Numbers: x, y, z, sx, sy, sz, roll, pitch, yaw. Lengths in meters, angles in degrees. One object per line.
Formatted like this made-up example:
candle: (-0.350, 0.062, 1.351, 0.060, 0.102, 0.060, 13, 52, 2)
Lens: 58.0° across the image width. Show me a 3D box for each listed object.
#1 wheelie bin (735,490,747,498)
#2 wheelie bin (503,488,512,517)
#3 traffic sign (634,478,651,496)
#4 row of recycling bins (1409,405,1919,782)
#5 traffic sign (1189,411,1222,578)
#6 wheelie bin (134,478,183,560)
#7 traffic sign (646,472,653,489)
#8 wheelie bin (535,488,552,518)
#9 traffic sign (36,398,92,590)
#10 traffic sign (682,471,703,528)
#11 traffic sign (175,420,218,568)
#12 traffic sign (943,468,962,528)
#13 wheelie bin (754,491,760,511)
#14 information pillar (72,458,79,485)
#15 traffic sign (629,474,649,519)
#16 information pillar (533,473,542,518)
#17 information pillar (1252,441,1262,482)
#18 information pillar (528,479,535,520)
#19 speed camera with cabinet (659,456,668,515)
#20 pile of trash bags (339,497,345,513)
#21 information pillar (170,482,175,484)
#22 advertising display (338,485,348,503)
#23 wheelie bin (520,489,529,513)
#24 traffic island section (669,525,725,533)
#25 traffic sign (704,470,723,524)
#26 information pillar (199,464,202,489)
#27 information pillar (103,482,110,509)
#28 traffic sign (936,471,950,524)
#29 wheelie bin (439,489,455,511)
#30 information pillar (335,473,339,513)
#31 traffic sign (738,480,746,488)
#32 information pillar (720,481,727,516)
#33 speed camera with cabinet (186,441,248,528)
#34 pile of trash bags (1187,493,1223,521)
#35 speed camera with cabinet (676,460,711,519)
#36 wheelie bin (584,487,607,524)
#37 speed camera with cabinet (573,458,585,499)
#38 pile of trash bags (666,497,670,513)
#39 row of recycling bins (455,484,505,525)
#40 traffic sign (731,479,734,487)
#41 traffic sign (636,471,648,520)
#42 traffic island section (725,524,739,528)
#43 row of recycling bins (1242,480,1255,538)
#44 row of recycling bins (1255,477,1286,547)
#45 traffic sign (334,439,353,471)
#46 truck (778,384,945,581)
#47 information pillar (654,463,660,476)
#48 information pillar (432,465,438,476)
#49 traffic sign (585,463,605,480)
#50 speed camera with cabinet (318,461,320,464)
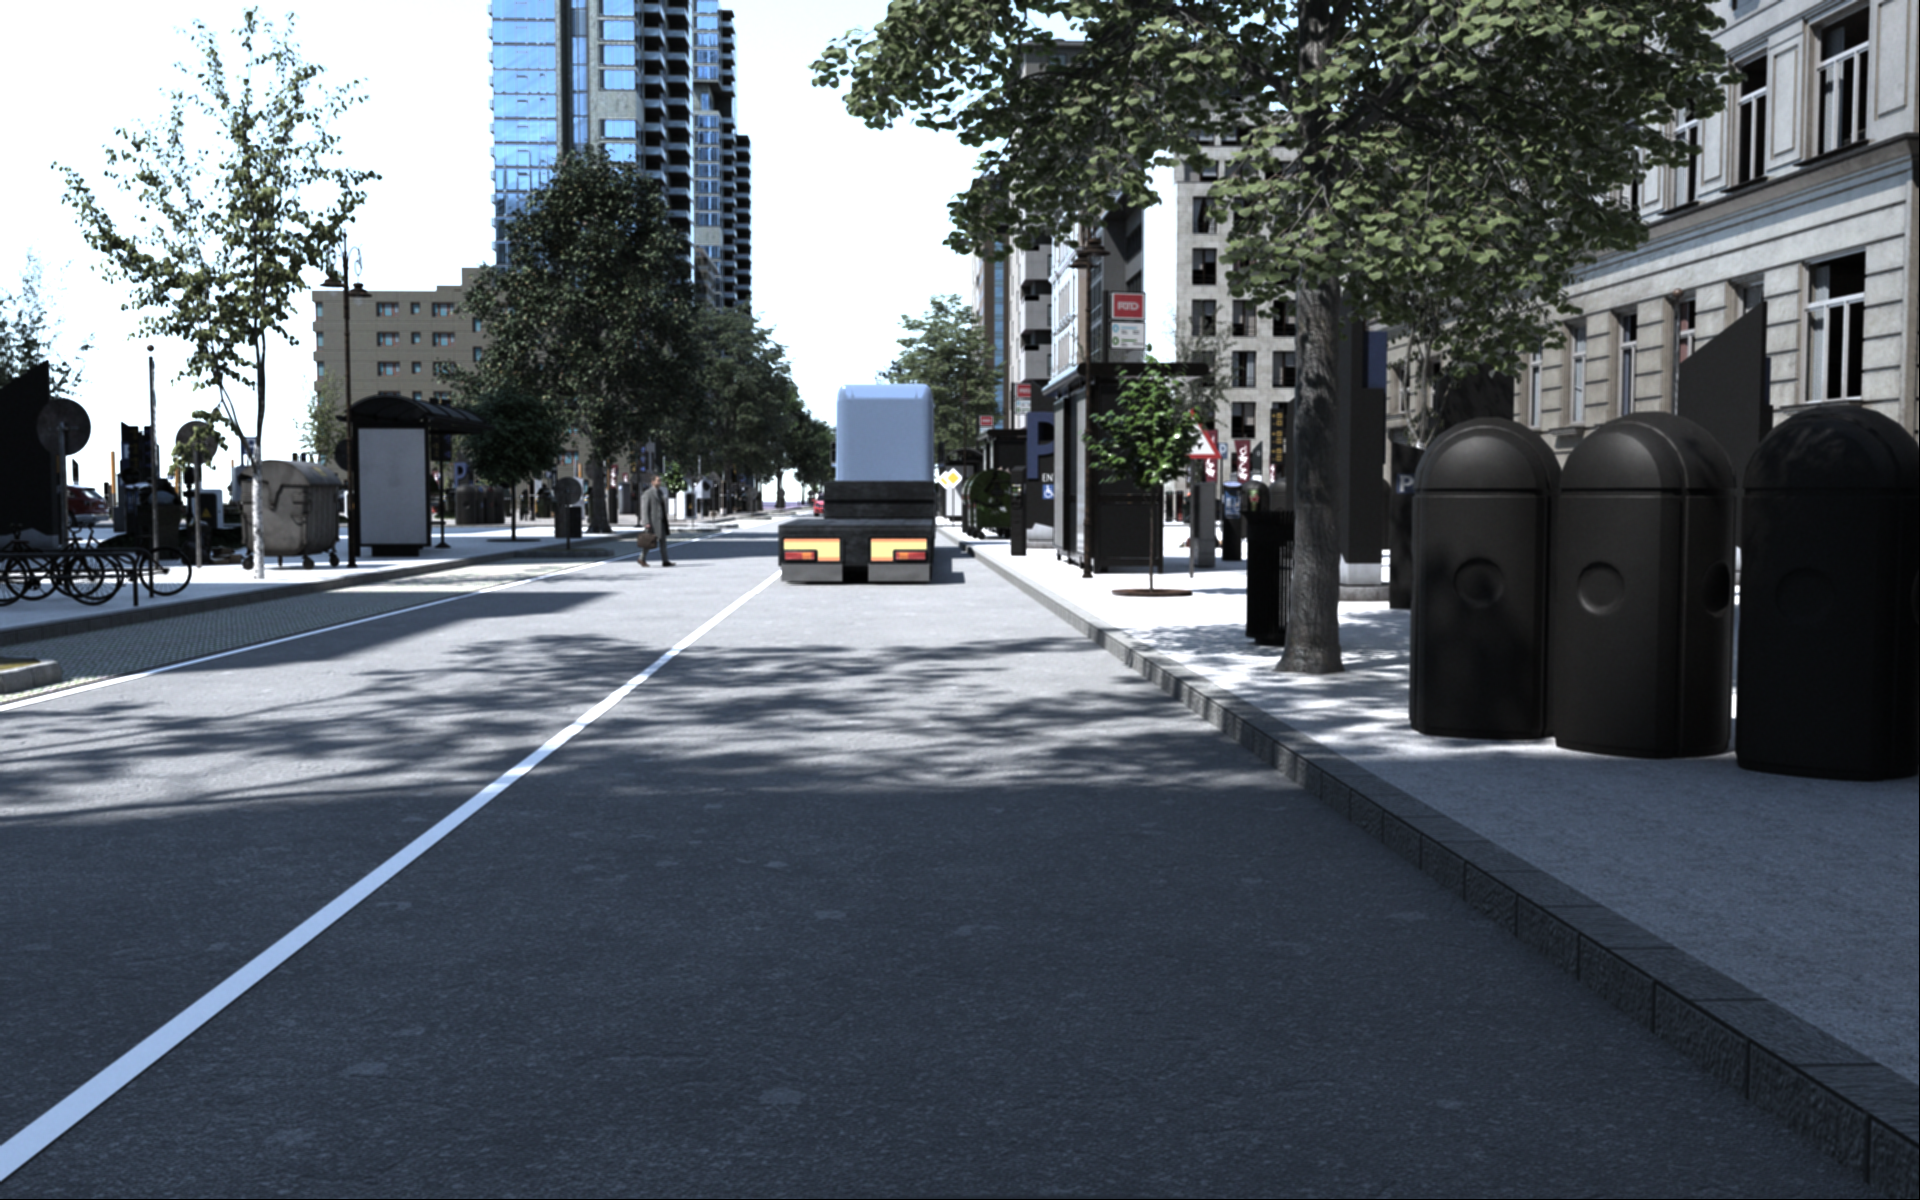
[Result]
wheelie bin: (-17.953, -8.200, 141.982, 0.980, 1.594, 0.693, 0, 4, -8)
wheelie bin: (-25.713, -5.480, 97.504, 0.693, 1.594, 0.980, 3, 5, 43)
traffic sign: (-16.050, -5.355, 87.561, 0.884, 2.594, 0.081, 0, 4, 6)
row of recycling bins: (3.825, -0.081, 8.436, 3.534, 1.692, 1.069, 3, 5, 43)
traffic sign: (3.528, -1.609, 26.316, 0.884, 2.594, 0.081, 0, 4, 5)
wheelie bin: (-15.667, -1.589, 33.884, 0.980, 1.594, 0.693, 2, 4, 33)
traffic sign: (-15.950, -5.360, 88.820, 0.795, 2.450, 0.064, 0, 3, 0)
wheelie bin: (-22.188, -5.175, 92.516, 0.693, 1.594, 0.980, 2, 4, 32)
traffic sign: (-11.905, -1.401, 23.012, 0.768, 2.556, 0.104, 0, 4, 5)
traffic sign: (-10.096, -3.780, 65.444, 0.795, 2.450, 0.064, 0, 4, -3)
traffic sign: (-13.176, -1.823, 29.908, 0.768, 2.556, 0.104, 0, 4, 3)
traffic sign: (-0.261, -3.805, 65.855, 0.795, 2.450, 0.064, 0, 4, -3)
wheelie bin: (-15.504, -7.609, 132.319, 0.693, 1.594, 0.980, 0, 4, 5)
information pillar: (-56.923, -7.348, 111.493, 0.183, 3.616, 0.504, 1, 4, 19)
traffic sign: (-14.202, -4.686, 76.627, 0.884, 2.594, 0.081, 0, 4, 5)
information pillar: (-23.053, -6.306, 94.452, 0.504, 3.616, 0.183, -2, 4, -31)
information pillar: (13.105, -5.198, 76.343, 0.504, 3.616, 0.183, 3, 5, 44)
information pillar: (-21.148, -4.958, 85.549, 0.304, 2.012, 0.304, -1, 4, -16)
speed camera with cabinet: (-15.910, -5.905, 90.886, 0.660, 3.252, 2.038, -2, 4, -28)
pile of trash bags: (-44.493, -6.784, 120.670, 3.447, 1.369, 1.912, -1, 4, -8)
information pillar: (-49.794, -6.428, 109.593, 0.304, 2.012, 0.304, -1, 4, -16)
advertising display: (-43.629, -7.158, 122.248, 0.123, 1.923, 0.974, 3, 4, 36)
wheelie bin: (-28.279, -6.422, 112.905, 0.693, 1.594, 0.980, 0, 4, 4)
traffic island section: (-10.120, -2.644, 65.505, 2.009, 0.180, 2.903, 0, 4, -3)
traffic sign: (-10.448, -4.268, 73.421, 0.795, 2.450, 0.064, 0, 4, -3)
information pillar: (-48.374, -7.270, 110.221, 0.183, 3.616, 0.504, 0, 4, 7)
information pillar: (-51.377, -6.104, 104.294, 0.304, 2.012, 0.304, -1, 4, -20)
traffic sign: (-0.612, -4.293, 73.832, 0.795, 2.450, 0.064, 0, 4, -3)
wheelie bin: (-29.007, -5.568, 98.943, 0.980, 1.594, 0.693, -2, 4, -34)
information pillar: (-21.562, -3.363, 59.482, 0.304, 2.012, 0.304, 1, 4, 18)
traffic sign: (-18.499, -8.943, 146.318, 0.768, 2.556, 0.104, 0, 4, 2)
information pillar: (-13.621, -5.820, 99.645, 0.304, 2.012, 0.304, -3, 5, -45)
speed camera with cabinet: (-23.684, -3.746, 55.576, 2.038, 3.252, 0.660, -3, 4, -36)
pile of trash bags: (12.458, -4.517, 83.609, 3.447, 1.369, 1.912, 3, 4, 38)
speed camera with cabinet: (-13.619, -5.763, 88.563, 0.660, 3.252, 2.038, 2, 4, 33)
wheelie bin: (-15.792, -4.115, 75.192, 0.980, 1.594, 0.693, -2, 4, -24)
speed camera with cabinet: (-20.947, -6.161, 95.068, 0.660, 3.252, 2.038, -1, 4, -10)
pile of trash bags: (-20.341, -6.520, 116.350, 1.912, 1.369, 3.447, -2, 4, -26)
row of recycling bins: (-20.460, -4.073, 73.700, 1.069, 1.692, 3.534, 1, 4, 11)
traffic sign: (-18.238, -8.355, 136.703, 0.768, 2.556, 0.104, 0, 4, 1)
traffic sign: (-15.576, -5.157, 84.419, 0.768, 2.556, 0.104, 0, 4, 3)
traffic island section: (-10.471, -3.132, 73.482, 2.009, 0.180, 2.903, 0, 4, -3)
row of recycling bins: (9.874, -2.699, 51.249, 3.534, 1.692, 1.069, -1, 4, -23)
row of recycling bins: (8.759, -2.085, 41.195, 1.069, 1.692, 3.534, -3, 4, -37)
traffic sign: (-13.767, -2.387, 39.141, 0.768, 2.556, 0.104, 0, 4, 6)
truck: (-1.765, -2.860, 36.528, 2.967, 4.110, 18.799, 0, 4, -1)
information pillar: (-22.871, -8.524, 130.726, 0.504, 3.616, 0.183, 2, 4, 32)
information pillar: (-42.578, -9.122, 140.500, 0.504, 3.616, 0.183, -2, 4, -33)
traffic sign: (-13.617, -3.947, 64.634, 0.768, 2.556, 0.104, 0, 4, 5)
speed camera with cabinet: (-38.457, -6.669, 103.377, 0.660, 3.252, 2.038, -1, 4, -22)
